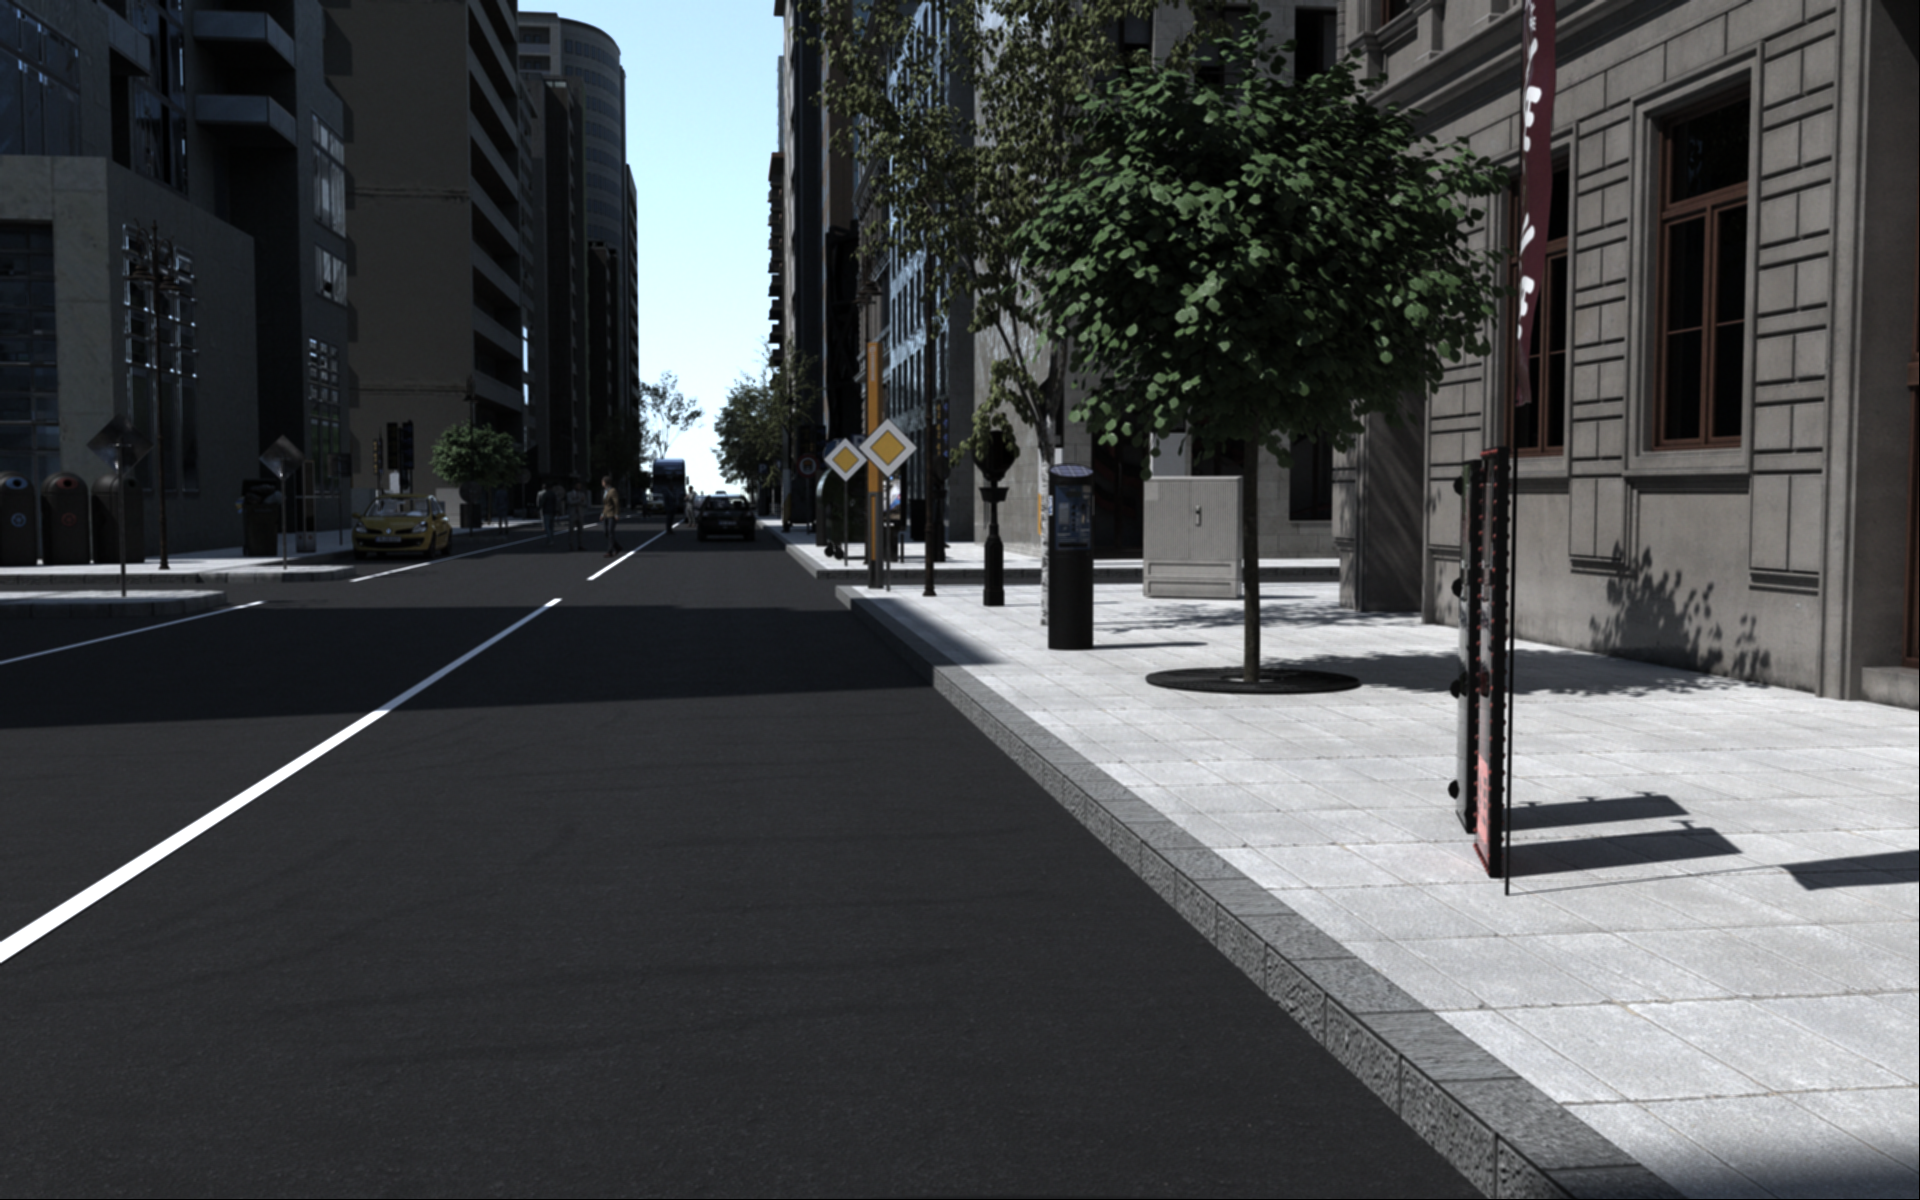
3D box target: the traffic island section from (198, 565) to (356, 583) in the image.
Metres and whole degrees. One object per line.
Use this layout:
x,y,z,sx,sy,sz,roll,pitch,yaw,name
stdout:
-11.507,-0.440,29.477,2.009,0.180,2.903,0,4,-8,traffic island section

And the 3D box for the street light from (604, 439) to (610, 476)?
-28.983,-10.377,142.447,0.468,5.910,1.993,0,4,-8,street light

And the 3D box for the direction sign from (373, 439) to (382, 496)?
-23.827,-4.831,70.981,0.379,3.537,0.876,-3,5,-41,direction sign

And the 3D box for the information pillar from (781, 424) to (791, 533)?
-5.779,-4.056,57.668,0.183,3.616,0.504,-2,4,-31,information pillar

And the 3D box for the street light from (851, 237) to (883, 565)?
-1.679,-3.585,31.399,0.468,5.910,1.993,0,4,-8,street light

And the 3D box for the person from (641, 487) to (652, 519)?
-17.807,-5.480,98.121,0.620,1.820,0.660,-1,4,-22,person

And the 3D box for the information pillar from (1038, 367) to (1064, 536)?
1.656,-2.439,31.240,0.504,3.616,0.183,2,4,28,information pillar

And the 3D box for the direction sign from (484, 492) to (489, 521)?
-22.185,-5.457,81.216,0.379,3.537,0.876,3,5,39,direction sign

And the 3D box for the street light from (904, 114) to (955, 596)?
-0.383,-2.987,21.620,0.468,5.910,1.993,0,4,-8,street light

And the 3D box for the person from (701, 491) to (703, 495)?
-31.745,-12.506,212.974,0.705,1.824,1.348,-1,4,-9,person

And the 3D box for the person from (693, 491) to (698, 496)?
-31.495,-12.026,205.112,1.348,1.826,0.705,1,4,22,person

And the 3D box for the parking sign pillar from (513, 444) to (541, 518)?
-23.366,-6.412,93.305,1.447,3.967,1.447,0,4,-5,parking sign pillar

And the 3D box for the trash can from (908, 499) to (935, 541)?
-1.054,-2.182,47.328,0.748,1.137,0.748,0,3,0,trash can

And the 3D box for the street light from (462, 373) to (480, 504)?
-18.668,-5.717,66.264,0.468,5.910,1.993,0,4,-8,street light

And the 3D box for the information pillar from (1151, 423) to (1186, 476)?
2.833,-1.964,23.474,0.504,3.616,0.183,-1,4,-13,information pillar

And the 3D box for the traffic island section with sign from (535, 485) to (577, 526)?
-18.204,-4.279,78.582,1.989,1.847,2.006,0,4,-8,traffic island section with sign

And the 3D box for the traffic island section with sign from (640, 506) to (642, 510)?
-28.619,-8.973,155.340,1.989,1.847,2.006,0,4,-8,traffic island section with sign

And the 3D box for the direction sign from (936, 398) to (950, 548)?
-0.421,-3.019,41.352,0.379,3.537,0.876,-1,4,-19,direction sign

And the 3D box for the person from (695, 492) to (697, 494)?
-36.306,-13.974,237.759,1.217,1.735,0.721,-2,4,-35,person

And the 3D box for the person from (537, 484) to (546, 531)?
-16.250,-3.628,67.917,0.635,1.810,0.391,-1,4,-22,person

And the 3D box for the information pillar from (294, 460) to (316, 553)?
-14.344,-2.045,37.934,0.304,2.012,0.304,2,4,31,information pillar

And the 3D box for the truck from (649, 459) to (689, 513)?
-22.898,-9.023,137.285,2.967,4.110,18.799,-1,4,-8,truck

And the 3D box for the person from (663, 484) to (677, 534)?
-10.481,-3.295,62.555,0.419,1.800,0.721,1,4,21,person

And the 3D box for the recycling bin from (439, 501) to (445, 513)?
-18.248,-2.884,59.709,0.722,1.027,0.722,3,5,39,recycling bin

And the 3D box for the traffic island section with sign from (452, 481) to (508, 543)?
-14.472,-2.606,51.240,1.989,1.847,2.006,0,4,-8,traffic island section with sign

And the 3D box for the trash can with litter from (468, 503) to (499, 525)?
-19.892,-3.642,70.600,2.233,1.210,1.678,-1,4,-12,trash can with litter

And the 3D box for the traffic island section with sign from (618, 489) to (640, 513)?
-24.959,-7.321,128.325,1.989,1.847,2.006,0,4,-8,traffic island section with sign

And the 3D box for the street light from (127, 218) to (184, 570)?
-13.549,-3.457,29.312,0.468,5.910,1.993,0,4,-8,street light

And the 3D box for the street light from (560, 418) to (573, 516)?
-23.890,-8.132,105.742,0.468,5.910,1.993,0,4,-8,street light

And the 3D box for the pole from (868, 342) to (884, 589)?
-1.142,-1.809,23.425,0.158,3.312,0.155,0,3,0,pole

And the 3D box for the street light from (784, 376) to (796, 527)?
-6.652,-5.826,68.042,0.468,5.910,1.993,0,4,-8,street light

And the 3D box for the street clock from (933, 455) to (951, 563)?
-0.404,-1.708,32.489,0.358,2.002,0.471,2,4,35,street clock

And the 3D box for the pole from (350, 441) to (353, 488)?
-23.238,-4.414,66.019,0.158,3.312,0.155,0,3,0,pole

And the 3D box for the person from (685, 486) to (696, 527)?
-11.865,-4.117,75.990,0.511,1.800,0.466,2,4,31,person

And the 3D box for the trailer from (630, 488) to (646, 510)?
-28.027,-8.814,151.162,1.471,1.999,3.904,0,4,-6,trailer

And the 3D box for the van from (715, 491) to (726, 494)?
-31.127,-13.375,225.690,2.013,2.044,4.112,0,4,-6,van

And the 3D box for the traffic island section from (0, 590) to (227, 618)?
-10.431,0.044,21.564,2.009,0.180,2.903,0,4,-8,traffic island section

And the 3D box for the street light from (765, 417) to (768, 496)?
-11.677,-8.067,104.679,0.468,5.910,1.993,0,4,-8,street light

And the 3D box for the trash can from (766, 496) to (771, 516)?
-11.621,-5.594,103.122,0.748,1.137,0.748,0,3,0,trash can

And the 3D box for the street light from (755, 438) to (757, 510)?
-16.887,-10.420,143.157,0.468,5.910,1.993,0,4,-8,street light

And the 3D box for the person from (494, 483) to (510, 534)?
-16.358,-3.263,61.875,0.581,1.822,0.654,-2,4,-24,person

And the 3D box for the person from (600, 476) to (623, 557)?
-8.012,-1.913,39.681,0.656,1.842,0.836,1,4,20,person

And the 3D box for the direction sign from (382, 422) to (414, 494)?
-17.722,-3.848,54.914,0.876,3.537,0.379,1,4,10,direction sign

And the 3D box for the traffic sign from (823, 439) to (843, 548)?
-2.763,-2.433,39.890,0.768,2.556,0.104,0,4,-7,traffic sign

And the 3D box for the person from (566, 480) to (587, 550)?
-9.769,-2.174,44.219,0.466,1.800,0.511,3,5,42,person

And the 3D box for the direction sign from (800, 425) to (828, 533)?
-4.833,-3.978,57.045,0.876,3.537,0.379,-1,4,-16,direction sign

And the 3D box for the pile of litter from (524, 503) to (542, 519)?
-21.852,-4.595,89.100,1.176,0.858,1.719,0,4,-6,pile of litter

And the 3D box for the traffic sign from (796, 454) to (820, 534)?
-4.817,-3.352,54.903,0.768,2.556,0.104,0,4,-2,traffic sign

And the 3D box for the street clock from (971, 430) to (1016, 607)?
0.387,-0.932,19.806,0.471,2.002,0.358,-1,4,-20,street clock

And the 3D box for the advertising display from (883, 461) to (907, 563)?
-1.300,-1.672,32.543,0.123,1.923,0.974,-2,4,-32,advertising display

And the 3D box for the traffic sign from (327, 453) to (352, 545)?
-15.498,-2.518,43.304,0.606,2.300,0.079,0,4,-3,traffic sign

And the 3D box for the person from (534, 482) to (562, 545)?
-11.496,-2.425,48.493,0.721,1.781,0.623,2,4,29,person

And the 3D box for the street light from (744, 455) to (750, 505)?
-21.925,-12.661,179.792,0.468,5.910,1.993,0,4,-8,street light

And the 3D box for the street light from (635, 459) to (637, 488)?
-35.085,-13.154,187.863,0.468,5.910,1.993,0,4,-8,street light

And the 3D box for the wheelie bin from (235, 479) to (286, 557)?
-14.409,-1.703,35.758,0.980,1.594,0.693,-2,4,-31,wheelie bin

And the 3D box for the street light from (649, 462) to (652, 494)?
-40.212,-15.424,224.969,0.468,5.910,1.993,0,4,-8,street light
